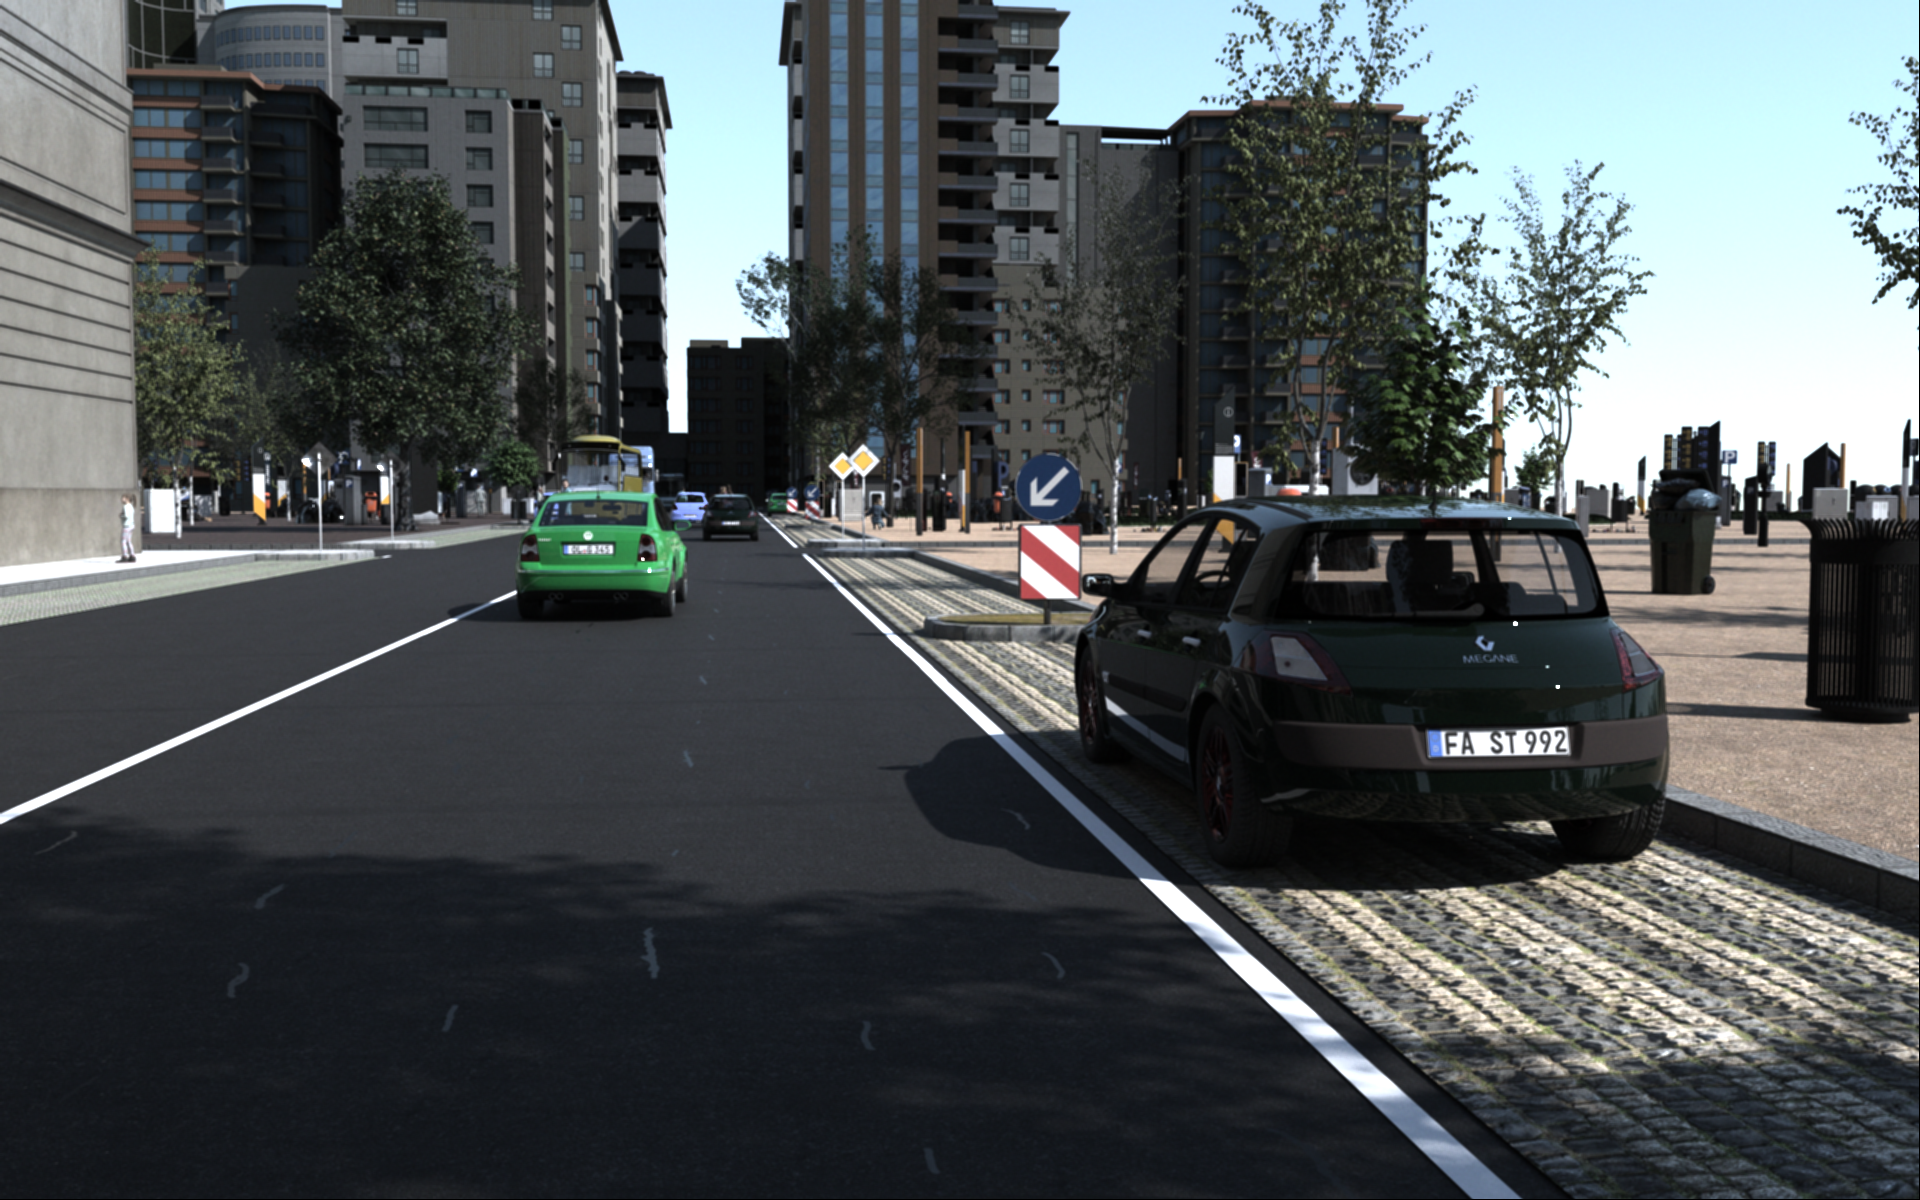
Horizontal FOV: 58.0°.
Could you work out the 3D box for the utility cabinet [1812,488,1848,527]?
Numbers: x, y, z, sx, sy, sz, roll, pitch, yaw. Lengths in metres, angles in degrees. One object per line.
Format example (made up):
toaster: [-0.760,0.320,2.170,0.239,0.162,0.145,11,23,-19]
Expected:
utility cabinet: [33.298,-3.523,66.274,1.173,1.500,0.318,0,4,7]

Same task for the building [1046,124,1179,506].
building: [16.119,-31.304,195.407,14.086,41.232,14.154,0,4,-7]

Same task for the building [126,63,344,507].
building: [-77.857,-32.107,179.574,28.867,44.769,22.147,0,4,-7]

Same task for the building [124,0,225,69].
building: [-99.854,-46.872,204.616,20.611,71.187,20.563,0,4,-7]

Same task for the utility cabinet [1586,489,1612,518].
utility cabinet: [29.617,-4.381,80.308,0.318,1.500,1.173,-3,4,-36]

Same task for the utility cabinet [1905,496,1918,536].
utility cabinet: [29.055,-2.505,52.125,1.020,1.237,0.306,1,4,19]

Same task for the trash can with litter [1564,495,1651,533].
trash can with litter: [21.769,-2.881,58.158,2.233,1.210,1.678,2,4,35]

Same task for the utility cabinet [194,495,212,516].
utility cabinet: [-43.833,-5.443,100.161,0.306,1.237,1.020,3,5,39]

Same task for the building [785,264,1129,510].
building: [-1.402,-19.158,158.277,27.650,21.520,28.899,0,4,-7]

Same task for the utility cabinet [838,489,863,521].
utility cabinet: [-5.072,-4.413,80.832,1.173,1.500,0.318,-2,4,-27]

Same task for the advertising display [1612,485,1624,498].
advertising display: [49.170,-7.598,129.433,0.974,1.923,0.123,-2,4,-24]

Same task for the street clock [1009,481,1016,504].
street clock: [2.921,-5.481,94.191,0.358,2.002,0.471,-3,5,-41]

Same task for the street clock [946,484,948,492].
street clock: [-1.021,-7.123,121.029,0.358,2.002,0.471,-2,4,-25]

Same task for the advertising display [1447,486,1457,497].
advertising display: [31.596,-6.487,111.269,0.974,1.923,0.123,-3,5,-44]

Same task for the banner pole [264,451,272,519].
banner pole: [-35.127,-5.968,87.594,0.401,3.779,0.863,2,4,25]

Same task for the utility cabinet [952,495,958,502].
utility cabinet: [0.028,-5.601,102.738,1.020,1.237,0.306,1,4,19]

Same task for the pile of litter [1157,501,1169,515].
pile of litter: [12.069,-5.630,106.022,1.719,0.858,1.176,-2,4,-29]

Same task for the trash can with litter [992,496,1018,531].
trash can with litter: [1.987,-3.066,61.191,2.233,1.210,1.678,-3,5,-39]

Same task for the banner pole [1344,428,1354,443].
banner pole: [13.288,-4.239,59.323,0.401,3.779,0.863,3,5,39]

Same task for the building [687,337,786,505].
building: [-19.509,-22.886,219.227,28.899,21.520,27.650,0,4,-7]

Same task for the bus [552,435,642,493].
bus: [-15.629,-5.154,75.809,2.896,3.916,12.252,0,4,-6]

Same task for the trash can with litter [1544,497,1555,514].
trash can with litter: [26.825,-4.138,79.044,0.624,1.170,1.055,0,4,2]

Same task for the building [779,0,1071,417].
building: [-4.542,-36.471,185.531,28.713,52.752,27.495,0,4,-7]

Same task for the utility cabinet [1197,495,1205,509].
utility cabinet: [13.275,-5.164,95.588,0.306,1.237,1.020,1,4,14]

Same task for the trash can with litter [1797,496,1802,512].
trash can with litter: [49.680,-5.549,102.118,0.624,1.170,1.055,3,5,40]

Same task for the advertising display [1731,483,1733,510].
advertising display: [46.702,-6.137,105.545,0.123,1.923,0.974,-1,4,-17]

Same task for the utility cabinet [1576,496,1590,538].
utility cabinet: [18.493,-2.467,51.494,0.306,1.237,1.020,1,4,14]

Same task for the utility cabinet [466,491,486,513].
utility cabinet: [-31.903,-6.452,114.177,1.173,1.500,0.318,0,3,0]

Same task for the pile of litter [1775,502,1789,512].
pile of litter: [46.202,-5.091,97.209,1.176,0.858,1.719,-1,4,-12]

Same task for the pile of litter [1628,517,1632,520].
pile of litter: [32.715,-4.406,85.995,1.176,0.858,1.719,-1,4,-11]

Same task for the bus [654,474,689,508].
bus: [-25.521,-9.683,153.180,2.948,3.499,13.247,-1,4,-9]

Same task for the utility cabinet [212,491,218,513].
utility cabinet: [-49.370,-6.497,114.912,0.318,1.500,1.173,-2,4,-30]

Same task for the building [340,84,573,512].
building: [-36.158,-21.695,126.409,14.160,30.474,14.107,0,4,-7]

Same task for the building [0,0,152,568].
building: [-30.852,-11.890,27.689,30.059,22.955,16.112,0,4,-7]

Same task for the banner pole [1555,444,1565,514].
banner pole: [30.173,-5.938,87.110,0.401,3.779,0.863,-1,4,-15]

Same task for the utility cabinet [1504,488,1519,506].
utility cabinet: [21.586,-3.614,67.766,0.318,1.500,1.173,-3,4,-37]

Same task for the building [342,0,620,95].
building: [-49.471,-36.102,179.509,27.495,52.752,28.713,0,4,-7]

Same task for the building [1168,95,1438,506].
building: [37.982,-32.967,193.628,28.867,44.769,22.147,0,4,-7]

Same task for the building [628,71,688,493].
building: [-47.814,-38.323,215.821,27.495,52.752,28.713,0,4,-7]

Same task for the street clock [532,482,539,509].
street clock: [-25.731,-6.144,105.026,0.358,2.002,0.471,-3,5,-44]

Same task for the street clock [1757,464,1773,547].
street clock: [19.581,-2.300,42.176,0.358,2.002,0.471,3,5,40]

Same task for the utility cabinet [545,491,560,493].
utility cabinet: [-25.630,-6.143,109.120,1.173,1.500,0.318,2,4,29]

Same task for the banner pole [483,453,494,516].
banner pole: [-27.757,-6.854,102.076,0.863,3.779,0.401,2,4,34]

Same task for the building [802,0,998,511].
building: [-5.097,-29.681,135.398,14.600,45.320,14.200,0,4,-7]

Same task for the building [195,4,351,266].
building: [-75.003,-40.746,208.202,28.212,58.520,21.231,0,4,-7]

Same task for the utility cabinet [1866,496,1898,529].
utility cabinet: [34.029,-3.229,63.950,1.020,1.237,0.306,1,4,15]

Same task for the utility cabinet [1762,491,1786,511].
utility cabinet: [50.388,-6.039,107.411,1.173,1.500,0.318,2,4,29]

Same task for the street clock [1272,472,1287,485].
street clock: [10.328,-3.157,56.187,0.471,2.002,0.358,2,4,29]

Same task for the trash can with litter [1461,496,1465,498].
trash can with litter: [32.179,-6.014,109.712,1.055,1.170,0.624,1,4,11]

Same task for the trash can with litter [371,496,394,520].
trash can with litter: [-28.379,-4.599,86.244,2.233,1.210,1.678,2,4,35]

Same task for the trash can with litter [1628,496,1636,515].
trash can with litter: [41.362,-5.871,107.378,0.624,1.170,1.055,-2,4,-31]

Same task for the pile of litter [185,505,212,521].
pile of litter: [-36.074,-4.163,82.027,1.176,0.858,1.719,-2,4,-30]

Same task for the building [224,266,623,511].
building: [-43.708,-18.490,147.358,27.650,21.520,28.899,0,4,-7]

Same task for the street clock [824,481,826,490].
street clock: [-7.577,-5.565,95.560,0.358,2.002,0.471,1,4,10]

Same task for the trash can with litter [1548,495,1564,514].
trash can with litter: [38.947,-6.250,113.249,1.678,1.210,2.233,-2,4,-33]

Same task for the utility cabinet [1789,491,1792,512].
utility cabinet: [59.168,-7.036,123.711,0.318,1.500,1.173,1,4,22]

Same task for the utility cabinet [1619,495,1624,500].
utility cabinet: [37.640,-5.366,98.888,0.306,1.237,1.020,3,4,36]
